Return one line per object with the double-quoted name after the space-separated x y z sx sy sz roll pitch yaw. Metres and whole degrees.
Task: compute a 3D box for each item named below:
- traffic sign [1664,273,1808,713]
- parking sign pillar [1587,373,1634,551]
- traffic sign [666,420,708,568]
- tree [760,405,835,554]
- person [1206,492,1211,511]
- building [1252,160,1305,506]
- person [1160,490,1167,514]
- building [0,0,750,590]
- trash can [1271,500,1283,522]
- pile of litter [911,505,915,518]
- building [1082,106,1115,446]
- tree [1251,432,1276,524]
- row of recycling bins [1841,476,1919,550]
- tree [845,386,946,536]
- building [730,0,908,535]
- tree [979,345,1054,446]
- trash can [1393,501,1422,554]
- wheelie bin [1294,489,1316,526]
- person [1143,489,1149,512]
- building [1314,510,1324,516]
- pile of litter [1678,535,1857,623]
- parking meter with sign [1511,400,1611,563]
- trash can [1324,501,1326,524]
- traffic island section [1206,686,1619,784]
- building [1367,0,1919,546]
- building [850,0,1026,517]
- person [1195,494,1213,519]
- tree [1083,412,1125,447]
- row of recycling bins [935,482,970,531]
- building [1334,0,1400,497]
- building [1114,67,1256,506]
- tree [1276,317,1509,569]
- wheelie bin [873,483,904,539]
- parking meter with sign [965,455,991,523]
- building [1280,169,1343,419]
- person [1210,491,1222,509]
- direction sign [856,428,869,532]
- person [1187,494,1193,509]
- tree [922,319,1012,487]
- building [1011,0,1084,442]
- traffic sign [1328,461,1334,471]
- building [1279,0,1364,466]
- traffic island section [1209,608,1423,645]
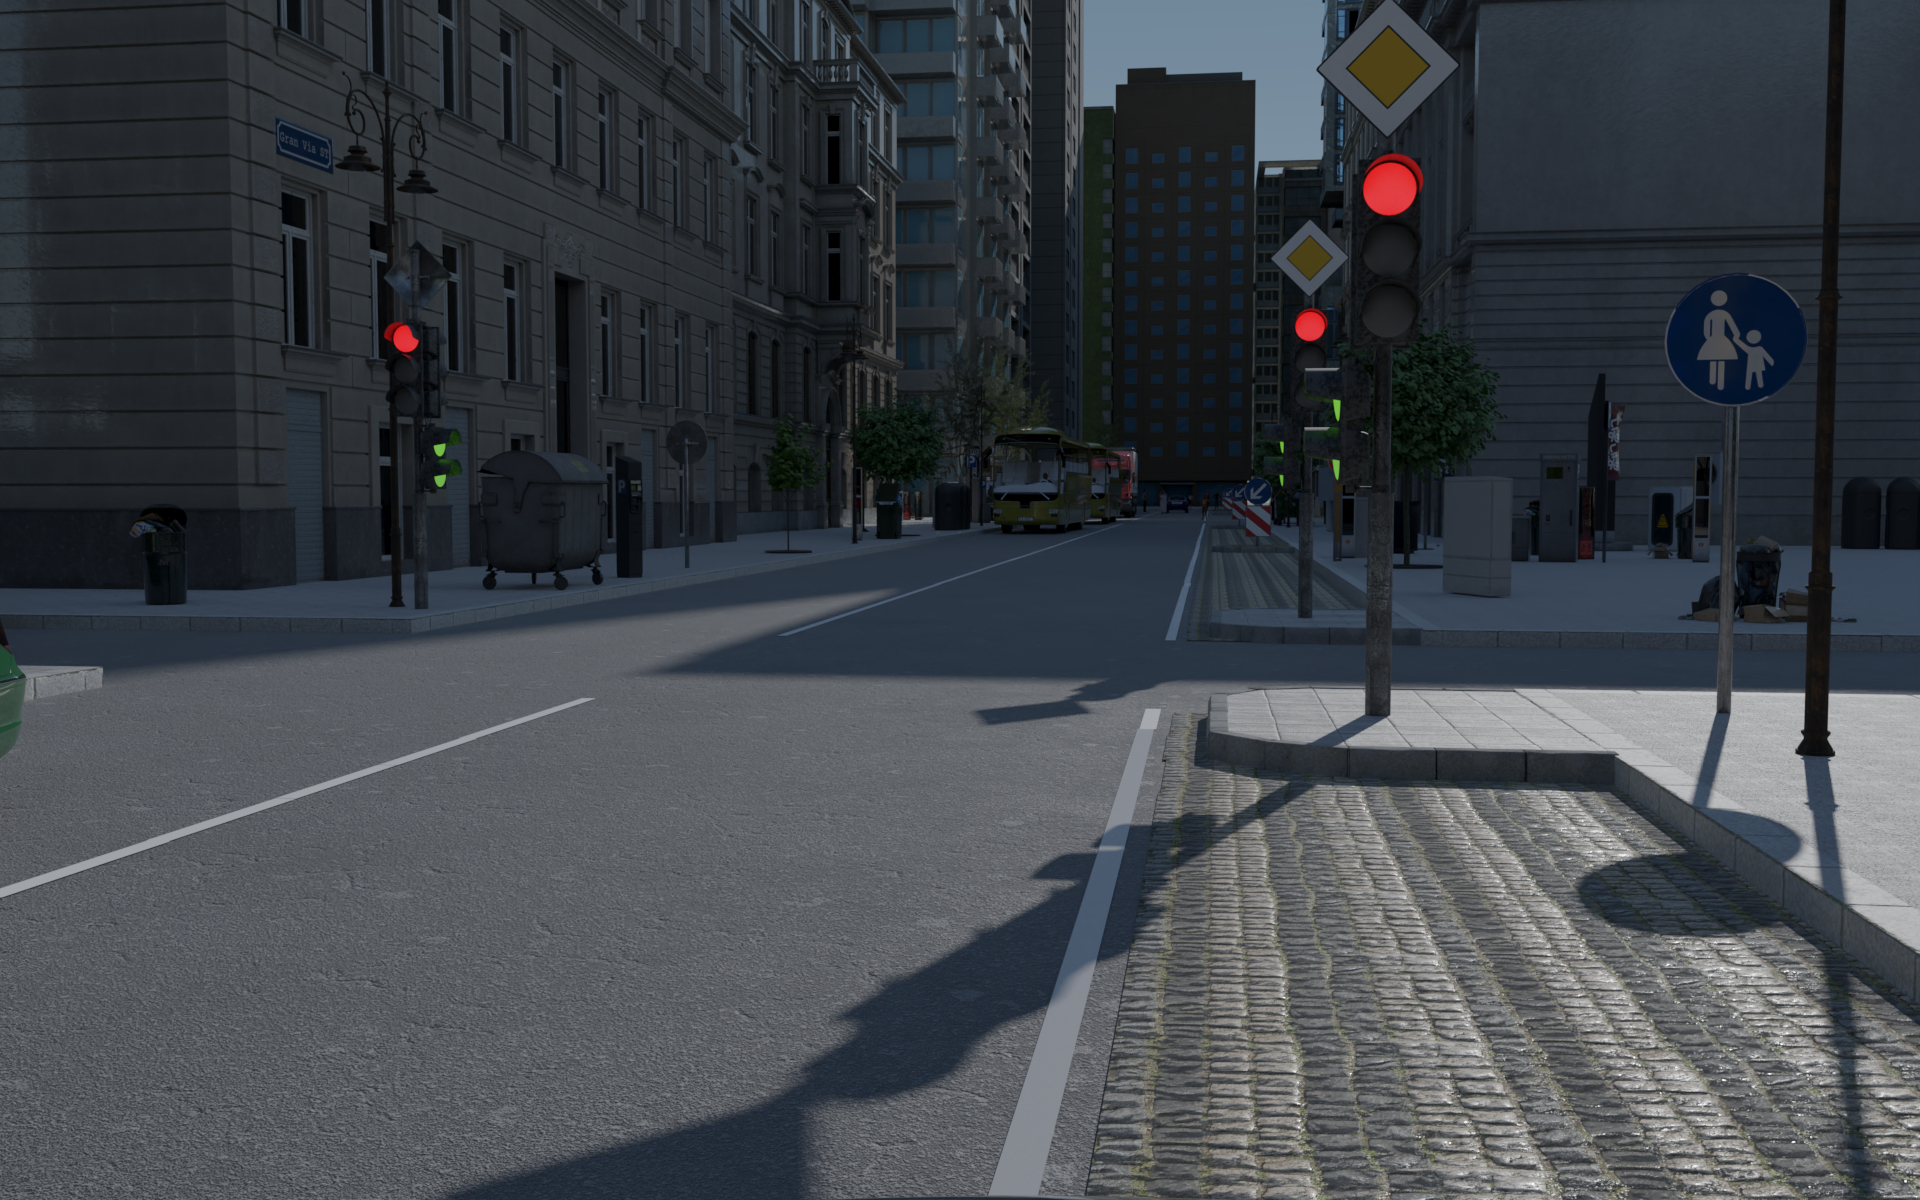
4.483 -0.611 10.089 0.768 2.556 0.104 1 4 14 "traffic sign"
14.584 -3.113 39.371 1.447 3.967 1.447 1 4 11 "parking sign pillar"
-4.731 -1.826 29.954 0.768 2.556 0.104 1 4 14 "traffic sign"
-3.759 -2.626 37.542 1.663 3.219 1.824 0 3 0 "tree"
20.841 -8.288 145.481 0.415 1.643 0.593 0 4 8 "person"
44.067 -30.488 190.359 23.993 40.220 32.217 1 4 8 "building"
14.710 -7.107 125.375 0.551 1.740 0.621 0 4 -7 "person"
-13.374 -14.539 34.979 12.463 27.353 25.104 1 4 8 "building"
14.820 -4.236 80.904 0.748 1.137 0.748 0 3 0 "trash can"
-2.498 -4.751 91.642 1.176 0.858 1.719 2 4 31 "pile of litter"
9.964 -30.778 186.812 14.086 41.232 14.154 1 4 8 "building"
14.097 -5.600 75.279 4.285 4.588 4.351 0 3 0 "tree"
22.343 -2.010 39.980 3.534 1.692 1.069 1 4 23 "row of recycling bins"
-1.909 -4.239 53.017 4.285 4.588 4.351 0 3 0 "tree"
-10.433 -15.029 64.805 14.460 24.649 34.723 1 4 8 "building"
2.544 -8.325 86.468 4.737 8.622 4.395 0 3 0 "tree"
9.561 -1.570 37.322 0.748 1.137 0.748 0 3 0 "trash can"
13.629 -3.710 68.569 0.693 1.594 0.980 3 4 36 "wheelie bin"
14.613 -7.832 136.555 0.705 1.823 1.348 2 4 23 "person"
38.010 -25.244 104.617 32.217 40.220 23.993 1 4 8 "building"
8.233 -0.222 17.597 1.719 0.858 1.176 1 4 22 "pile of litter"
11.302 -2.226 32.662 1.738 3.016 0.543 2 4 25 "parking meter with sign"
15.019 -3.569 70.004 0.748 1.137 0.748 0 3 0 "trash can"
2.448 0.747 10.061 2.009 0.180 2.903 1 4 8 "traffic island section"
20.420 -12.971 53.873 13.314 21.916 24.055 1 4 8 "building"
-7.717 -30.005 110.192 23.786 49.044 30.456 1 4 8 "building"
13.794 -5.257 97.718 1.065 1.426 0.557 2 4 24 "person"
12.795 -12.363 152.501 4.737 8.622 4.395 0 3 0 "tree"
-0.218 -3.389 62.521 1.069 1.692 3.534 1 4 9 "row of recycling bins"
23.928 -17.174 78.064 12.463 27.353 25.104 1 4 8 "building"
24.012 -32.716 185.015 14.200 45.320 14.600 1 4 8 "building"
7.822 -2.848 30.272 4.285 4.588 4.351 0 3 0 "tree"
-2.025 -2.541 49.459 0.980 1.594 0.693 1 4 18 "wheelie bin"
0.837 -4.947 77.139 0.543 3.016 1.738 -2 4 -26 "parking meter with sign"
35.905 -23.493 155.815 14.160 30.474 14.107 1 4 8 "building"
23.661 -9.233 159.982 1.217 1.766 0.721 -2 4 -26 "person"
-3.274 -4.081 58.720 0.379 3.537 0.876 -3 4 -36 "direction sign"
20.865 -8.879 156.867 0.799 1.438 0.628 2 4 28 "person"
0.182 -7.530 73.476 4.360 8.622 3.978 0 3 0 "tree"
0.263 -43.932 156.545 20.611 71.187 20.563 1 4 8 "building"
9.929 -2.742 44.942 0.768 2.556 0.104 1 4 14 "traffic sign"
36.543 -50.067 131.262 22.319 86.520 31.000 1 4 8 "building"
3.601 0.264 17.963 2.009 0.180 2.903 1 4 8 "traffic island section"
